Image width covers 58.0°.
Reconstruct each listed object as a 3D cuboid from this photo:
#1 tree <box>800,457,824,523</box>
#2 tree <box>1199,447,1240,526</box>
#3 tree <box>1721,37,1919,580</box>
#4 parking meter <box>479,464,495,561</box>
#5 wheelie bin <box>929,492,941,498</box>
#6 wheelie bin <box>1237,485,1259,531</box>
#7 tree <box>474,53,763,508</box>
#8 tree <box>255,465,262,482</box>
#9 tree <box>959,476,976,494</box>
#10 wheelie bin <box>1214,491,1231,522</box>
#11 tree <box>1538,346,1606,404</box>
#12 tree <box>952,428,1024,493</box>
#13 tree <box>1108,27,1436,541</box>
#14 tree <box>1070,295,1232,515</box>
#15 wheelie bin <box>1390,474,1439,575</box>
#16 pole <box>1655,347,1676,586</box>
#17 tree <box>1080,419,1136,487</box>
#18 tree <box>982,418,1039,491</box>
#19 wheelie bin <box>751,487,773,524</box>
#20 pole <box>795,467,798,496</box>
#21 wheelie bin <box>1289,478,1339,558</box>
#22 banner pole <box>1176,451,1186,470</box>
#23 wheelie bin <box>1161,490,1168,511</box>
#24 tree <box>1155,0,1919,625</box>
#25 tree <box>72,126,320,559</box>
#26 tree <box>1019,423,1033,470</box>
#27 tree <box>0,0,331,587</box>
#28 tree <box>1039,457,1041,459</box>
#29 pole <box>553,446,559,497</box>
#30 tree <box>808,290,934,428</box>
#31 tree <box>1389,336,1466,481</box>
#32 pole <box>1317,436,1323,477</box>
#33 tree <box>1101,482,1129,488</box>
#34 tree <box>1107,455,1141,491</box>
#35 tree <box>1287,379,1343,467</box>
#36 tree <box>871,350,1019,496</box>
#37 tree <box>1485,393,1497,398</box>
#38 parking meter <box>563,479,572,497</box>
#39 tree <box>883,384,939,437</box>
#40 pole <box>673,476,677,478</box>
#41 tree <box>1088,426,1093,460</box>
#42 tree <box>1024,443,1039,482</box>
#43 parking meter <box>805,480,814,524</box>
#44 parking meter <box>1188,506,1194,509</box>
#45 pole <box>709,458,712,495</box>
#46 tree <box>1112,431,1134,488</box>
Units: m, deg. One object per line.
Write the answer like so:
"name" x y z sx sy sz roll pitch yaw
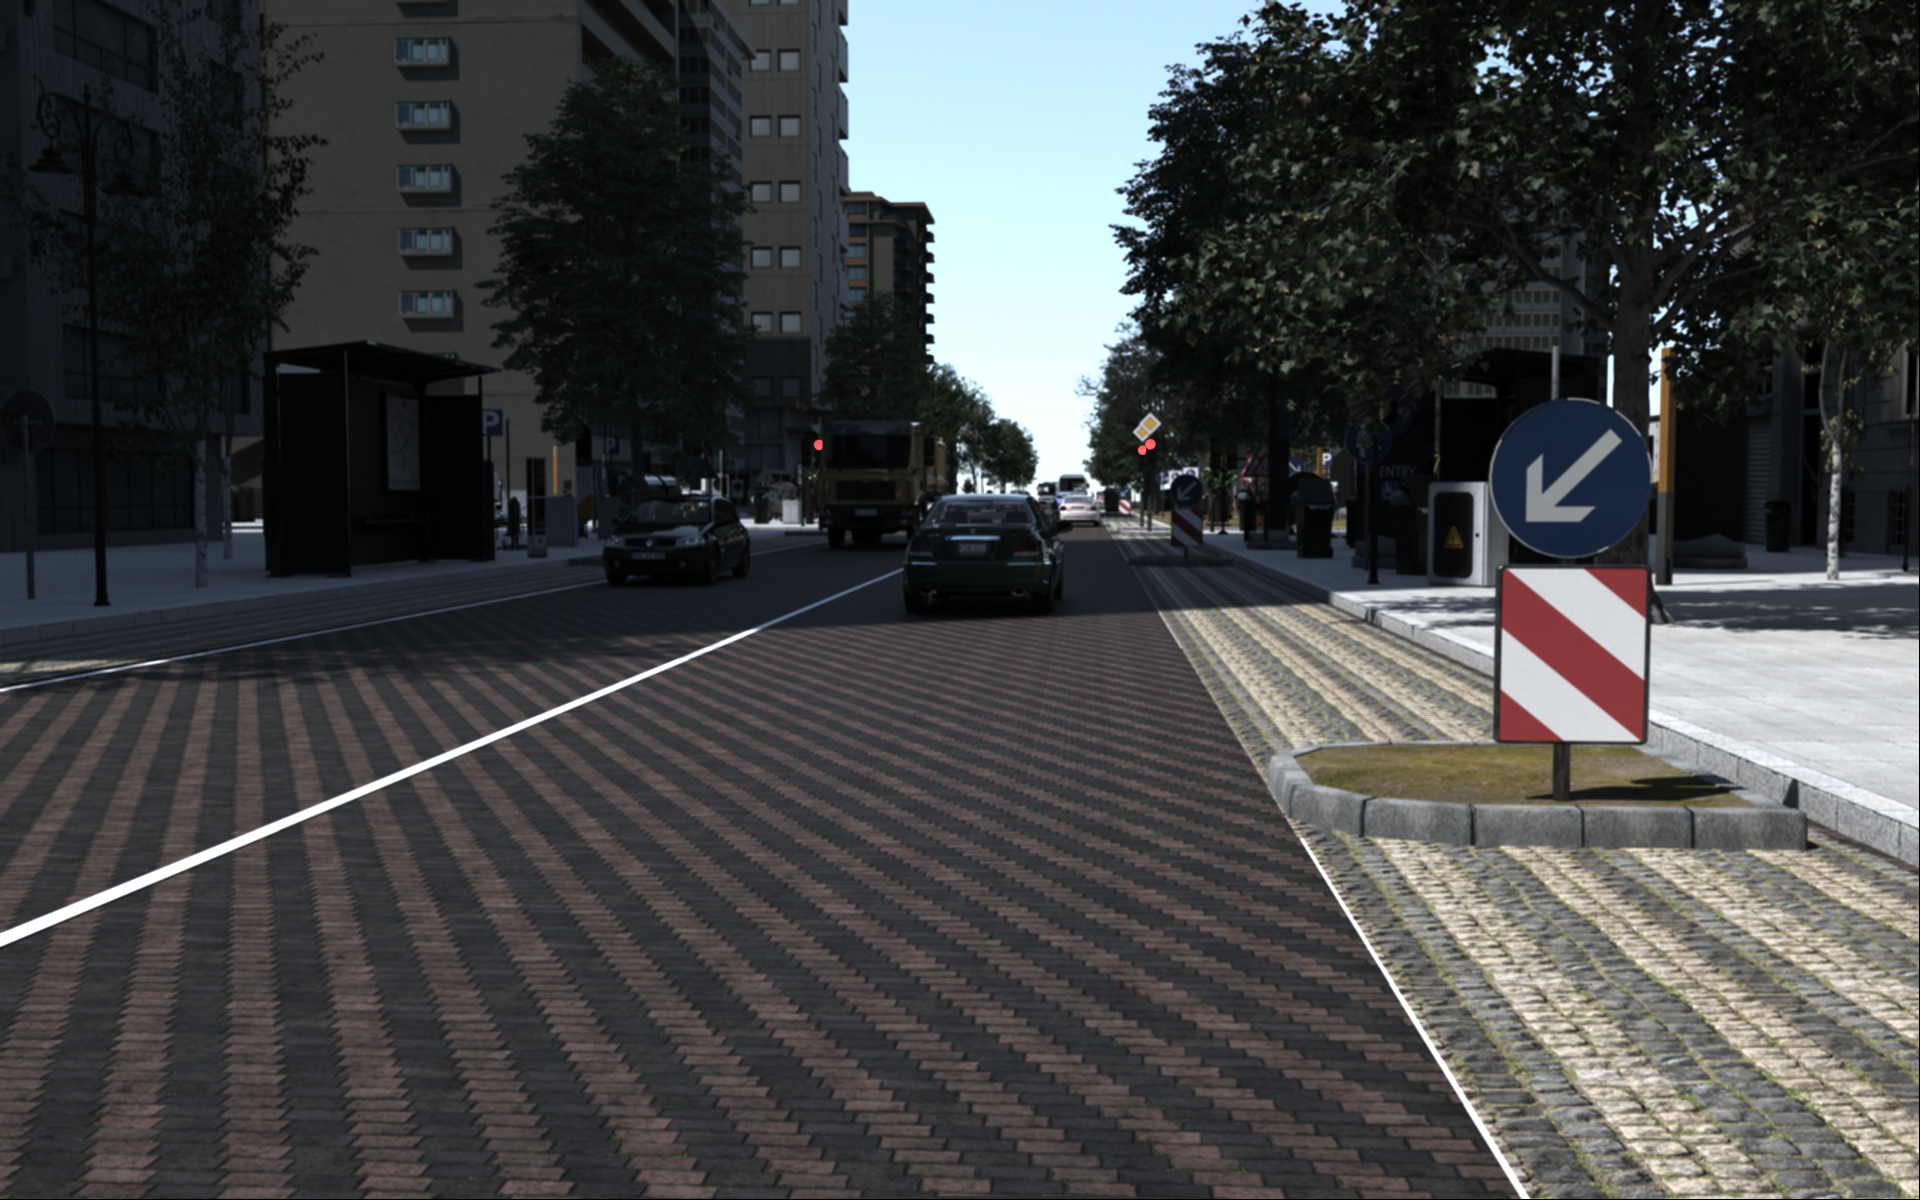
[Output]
"tree" -5.914 -5.019 76.668 1.663 3.219 1.824 0 3 0
"tree" 10.843 -4.749 72.252 1.663 3.219 1.824 0 3 0
"tree" 13.255 -4.598 25.542 4.737 8.622 4.395 0 3 0
"parking meter" -9.183 -1.696 33.440 0.255 1.863 0.399 -3 5 -41
"wheelie bin" -1.881 -7.507 130.643 0.980 1.594 0.693 -2 4 -29
"wheelie bin" 9.931 -3.174 59.796 0.693 1.594 0.980 1 4 15
"tree" -8.934 -7.790 45.487 7.486 12.596 7.792 0 3 0
"tree" -21.129 -3.648 54.245 1.663 3.219 1.824 0 3 0
"tree" 0.696 -10.905 172.905 1.663 3.219 1.824 0 3 0
"wheelie bin" 11.930 -4.344 78.939 0.980 1.594 0.693 -2 4 -25
"tree" 29.449 -8.267 85.520 4.737 8.622 4.395 0 3 0
"tree" 2.386 -16.455 203.446 7.601 10.594 8.767 -1 4 -13
"tree" 8.653 -8.559 46.602 9.857 13.997 8.962 0 3 0
"tree" 11.977 -12.010 106.737 12.009 13.543 11.850 0 3 0
"wheelie bin" 7.296 -1.206 27.634 0.980 1.594 0.693 -2 4 -24
"pole" 9.884 -1.858 24.224 0.158 3.312 0.155 0 3 0
"tree" 19.741 -17.922 210.031 9.611 12.733 9.660 0 3 0
"tree" 7.015 -20.691 256.431 7.486 12.596 7.792 0 3 0
"wheelie bin" -8.516 -4.074 74.523 0.980 1.594 0.693 0 4 -1
"pole" -12.283 -8.323 129.925 0.158 3.312 0.155 0 3 0
"wheelie bin" 7.078 -1.644 34.790 0.980 1.594 0.693 0 4 -7
"banner pole" 12.878 -6.811 101.379 0.863 3.779 0.401 -2 4 -27
"wheelie bin" 15.078 -7.473 130.091 0.980 1.594 0.693 -1 4 -17
"tree" 6.768 -6.114 16.972 9.611 12.733 9.660 0 3 0
"tree" -14.761 -5.125 34.153 4.737 8.622 4.395 0 3 0
"tree" -0.555 -13.845 152.124 9.928 11.665 9.643 0 3 0
"tree" -10.696 -4.486 23.708 4.360 8.622 3.978 0 3 0
"tree" 10.294 -23.512 302.543 7.486 12.596 7.792 0 3 0
"pole" -17.157 -4.877 73.574 0.158 3.312 0.155 0 3 0
"tree" -4.838 -10.929 96.811 7.486 12.596 7.792 0 3 0
"tree" 19.799 -7.717 76.527 4.360 8.622 3.978 0 3 0
"pole" 12.413 -4.032 59.760 0.158 3.312 0.155 0 3 0
"tree" 26.453 -22.739 289.905 7.486 12.596 7.792 0 3 0
"tree" 21.357 -16.896 226.616 4.360 8.622 3.978 0 3 0
"tree" 21.079 -9.541 106.361 4.737 8.622 4.395 0 3 0
"tree" -2.828 -12.203 125.272 9.928 11.665 9.643 0 3 0
"tree" 37.152 -10.442 121.086 4.737 8.622 4.395 0 3 0
"parking meter" -15.549 -3.850 68.663 0.255 1.863 0.399 0 4 -1
"tree" -3.274 -9.886 112.005 4.737 8.622 4.395 0 3 0
"pole" -14.994 -5.952 91.158 0.158 3.312 0.155 0 3 0
"tree" 14.293 -13.332 124.627 9.857 13.997 8.962 0 3 0
"tree" 9.408 -21.467 285.402 7.601 10.594 8.767 1 4 17
"parking meter" -6.382 -4.145 73.487 0.255 1.863 0.399 1 4 17
"parking meter" 12.829 -5.373 96.254 0.372 1.533 0.369 0 3 0
"pole" -14.097 -6.364 97.897 0.158 3.312 0.155 0 3 0
"tree" 17.405 -13.949 178.432 4.737 8.622 4.395 0 3 0
